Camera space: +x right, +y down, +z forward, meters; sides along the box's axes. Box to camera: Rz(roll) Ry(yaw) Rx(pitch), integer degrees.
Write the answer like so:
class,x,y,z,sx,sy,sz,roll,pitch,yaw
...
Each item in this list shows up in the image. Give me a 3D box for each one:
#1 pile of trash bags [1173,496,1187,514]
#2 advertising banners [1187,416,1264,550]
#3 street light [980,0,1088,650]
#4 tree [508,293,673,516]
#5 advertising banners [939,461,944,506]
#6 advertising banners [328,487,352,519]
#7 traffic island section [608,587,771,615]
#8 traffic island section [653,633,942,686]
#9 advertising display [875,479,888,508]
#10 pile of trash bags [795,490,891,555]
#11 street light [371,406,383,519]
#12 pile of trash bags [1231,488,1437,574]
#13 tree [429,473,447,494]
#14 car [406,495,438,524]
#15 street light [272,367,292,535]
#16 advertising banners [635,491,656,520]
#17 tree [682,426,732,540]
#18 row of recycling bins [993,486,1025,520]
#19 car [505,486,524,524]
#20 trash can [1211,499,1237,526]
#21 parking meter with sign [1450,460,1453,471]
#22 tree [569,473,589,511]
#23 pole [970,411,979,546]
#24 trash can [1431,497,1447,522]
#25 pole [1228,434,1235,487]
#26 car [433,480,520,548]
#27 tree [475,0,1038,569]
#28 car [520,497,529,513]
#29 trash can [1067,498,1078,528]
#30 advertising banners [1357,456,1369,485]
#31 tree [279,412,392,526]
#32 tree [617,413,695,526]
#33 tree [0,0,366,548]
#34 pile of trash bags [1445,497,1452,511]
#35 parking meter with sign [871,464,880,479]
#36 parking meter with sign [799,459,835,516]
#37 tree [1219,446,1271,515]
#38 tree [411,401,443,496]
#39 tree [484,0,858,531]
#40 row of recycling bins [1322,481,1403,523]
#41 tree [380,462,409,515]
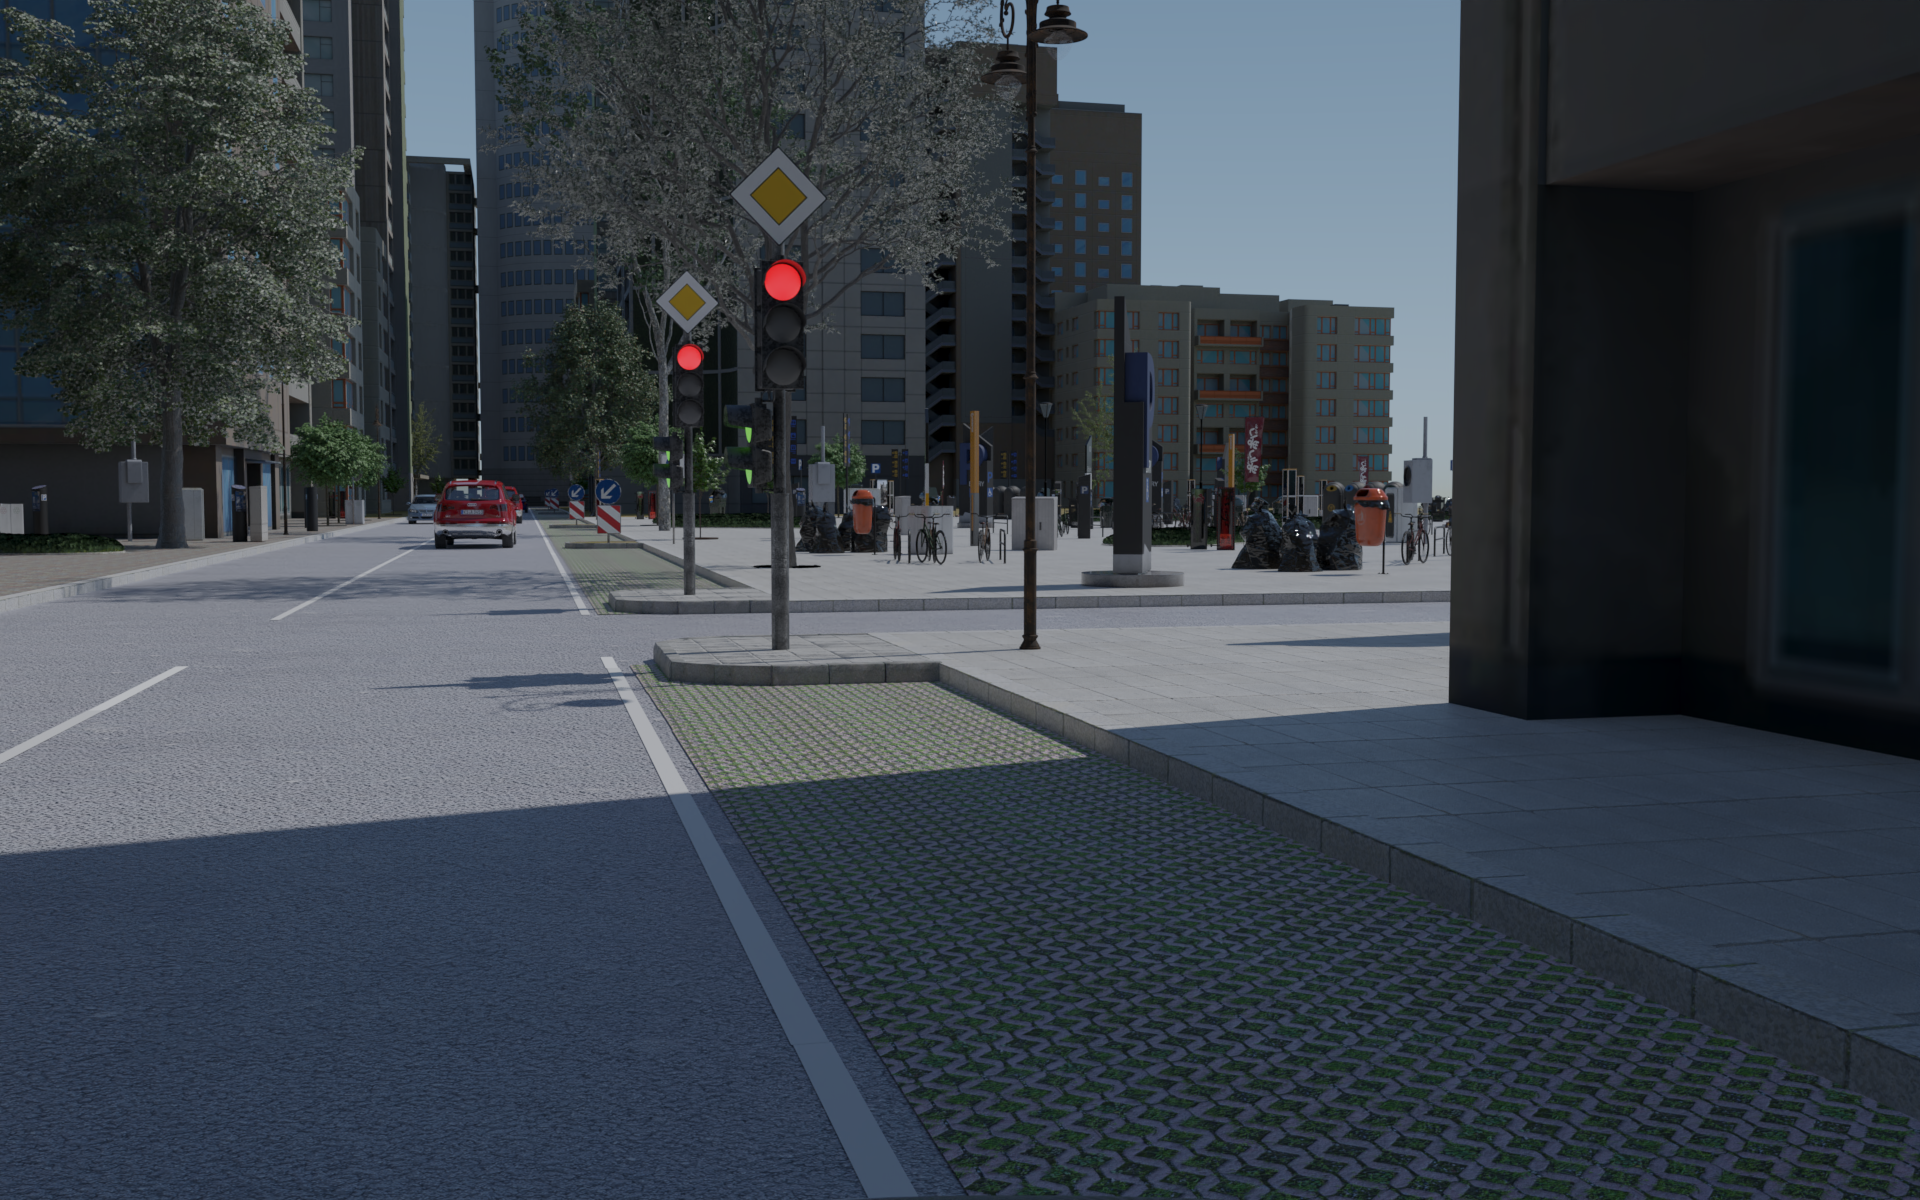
class,x,y,z,sx,sy,sz,roll,pitch,yaw
pile of trash bags,12.948,-5.466,99.113,1.912,1.369,3.447,2,4,24
advertising banners,6.056,-2.651,39.533,2.074,3.025,0.090,3,5,43
street light,0.580,-2.531,14.163,0.468,5.910,1.993,-1,4,-14
tree,-20.956,-11.164,99.534,9.611,12.733,9.660,0,3,0
advertising banners,-0.928,-5.707,89.505,0.090,3.025,2.074,0,4,5
advertising banners,-32.096,-5.734,89.933,2.074,3.025,0.090,2,4,27
traffic island section,-3.418,0.014,22.052,2.009,0.180,2.903,-1,4,-14
traffic island section,-1.459,0.488,14.310,2.009,0.180,2.903,-1,4,-14
advertising display,-3.410,-4.269,75.018,0.123,1.923,0.974,2,4,26
pile of trash bags,-2.430,-1.713,37.752,1.912,1.369,3.447,-1,4,-17
street light,-29.929,-7.112,89.074,0.468,5.910,1.993,-1,4,-14
pile of trash bags,6.049,-1.174,28.952,1.912,1.369,3.447,-1,4,-22
tree,-46.890,-9.841,155.496,1.663,3.219,1.824,0,3,0
car,-25.791,-4.406,84.037,2.014,1.417,4.499,-1,4,-15
street light,-21.157,-4.978,54.185,0.468,5.910,1.993,-1,4,-14
advertising banners,-15.620,-5.596,87.684,0.090,3.025,2.074,3,5,42
tree,-7.305,-3.318,48.850,1.663,3.219,1.824,0,3,0
row of recycling bins,2.430,-4.938,87.846,1.069,1.692,3.534,-3,5,-43
car,-22.533,-4.659,84.852,2.281,1.827,5.304,-1,4,-16
trash can,7.710,-2.382,50.604,0.748,1.137,0.748,0,3,0
parking meter with sign,25.636,-5.675,89.043,0.543,3.016,1.738,2,4,27
tree,-28.730,-8.316,130.570,1.663,3.219,1.824,0,3,0
pole,0.358,-2.983,42.610,0.158,3.312,0.155,0,3,0
trash can,22.058,-4.174,79.897,0.748,1.137,0.748,0,3,0
pole,9.215,-3.976,58.846,0.158,3.312,0.155,0,3,0
car,-13.202,-2.363,47.312,2.281,1.827,5.304,-1,4,-13
tree,-3.116,-7.306,29.828,12.009,13.543,11.850,0,3,0
car,-34.202,-7.400,133.563,1.945,1.354,3.894,-1,4,-14
trash can,4.408,-3.296,65.539,0.748,1.137,0.748,0,3,0
advertising banners,19.252,-5.094,79.473,2.074,3.025,0.090,0,4,1
tree,-25.328,-5.226,69.154,4.285,4.588,4.351,0,3,0
tree,-12.250,-5.286,70.134,4.285,4.588,4.351,0,3,0
tree,-18.756,-8.208,40.850,9.857,13.997,8.962,0,3,0
pile of trash bags,25.375,-5.149,93.936,3.447,1.369,1.912,3,4,36
parking meter with sign,-4.678,-6.240,98.277,0.543,3.016,1.738,-1,4,-10
parking meter with sign,-7.163,-5.533,86.727,1.738,3.016,0.543,-1,4,-22
tree,10.123,-4.031,60.503,1.663,3.219,1.824,0,3,0
tree,-43.471,-11.499,138.364,4.737,8.622,4.395,0,3,0
tree,-8.843,-12.468,59.742,12.611,20.169,13.585,0,3,0
row of recycling bins,13.436,-3.085,57.548,1.069,1.692,3.534,-2,4,-33
tree,-34.424,-6.741,104.815,1.663,3.219,1.824,0,3,0
